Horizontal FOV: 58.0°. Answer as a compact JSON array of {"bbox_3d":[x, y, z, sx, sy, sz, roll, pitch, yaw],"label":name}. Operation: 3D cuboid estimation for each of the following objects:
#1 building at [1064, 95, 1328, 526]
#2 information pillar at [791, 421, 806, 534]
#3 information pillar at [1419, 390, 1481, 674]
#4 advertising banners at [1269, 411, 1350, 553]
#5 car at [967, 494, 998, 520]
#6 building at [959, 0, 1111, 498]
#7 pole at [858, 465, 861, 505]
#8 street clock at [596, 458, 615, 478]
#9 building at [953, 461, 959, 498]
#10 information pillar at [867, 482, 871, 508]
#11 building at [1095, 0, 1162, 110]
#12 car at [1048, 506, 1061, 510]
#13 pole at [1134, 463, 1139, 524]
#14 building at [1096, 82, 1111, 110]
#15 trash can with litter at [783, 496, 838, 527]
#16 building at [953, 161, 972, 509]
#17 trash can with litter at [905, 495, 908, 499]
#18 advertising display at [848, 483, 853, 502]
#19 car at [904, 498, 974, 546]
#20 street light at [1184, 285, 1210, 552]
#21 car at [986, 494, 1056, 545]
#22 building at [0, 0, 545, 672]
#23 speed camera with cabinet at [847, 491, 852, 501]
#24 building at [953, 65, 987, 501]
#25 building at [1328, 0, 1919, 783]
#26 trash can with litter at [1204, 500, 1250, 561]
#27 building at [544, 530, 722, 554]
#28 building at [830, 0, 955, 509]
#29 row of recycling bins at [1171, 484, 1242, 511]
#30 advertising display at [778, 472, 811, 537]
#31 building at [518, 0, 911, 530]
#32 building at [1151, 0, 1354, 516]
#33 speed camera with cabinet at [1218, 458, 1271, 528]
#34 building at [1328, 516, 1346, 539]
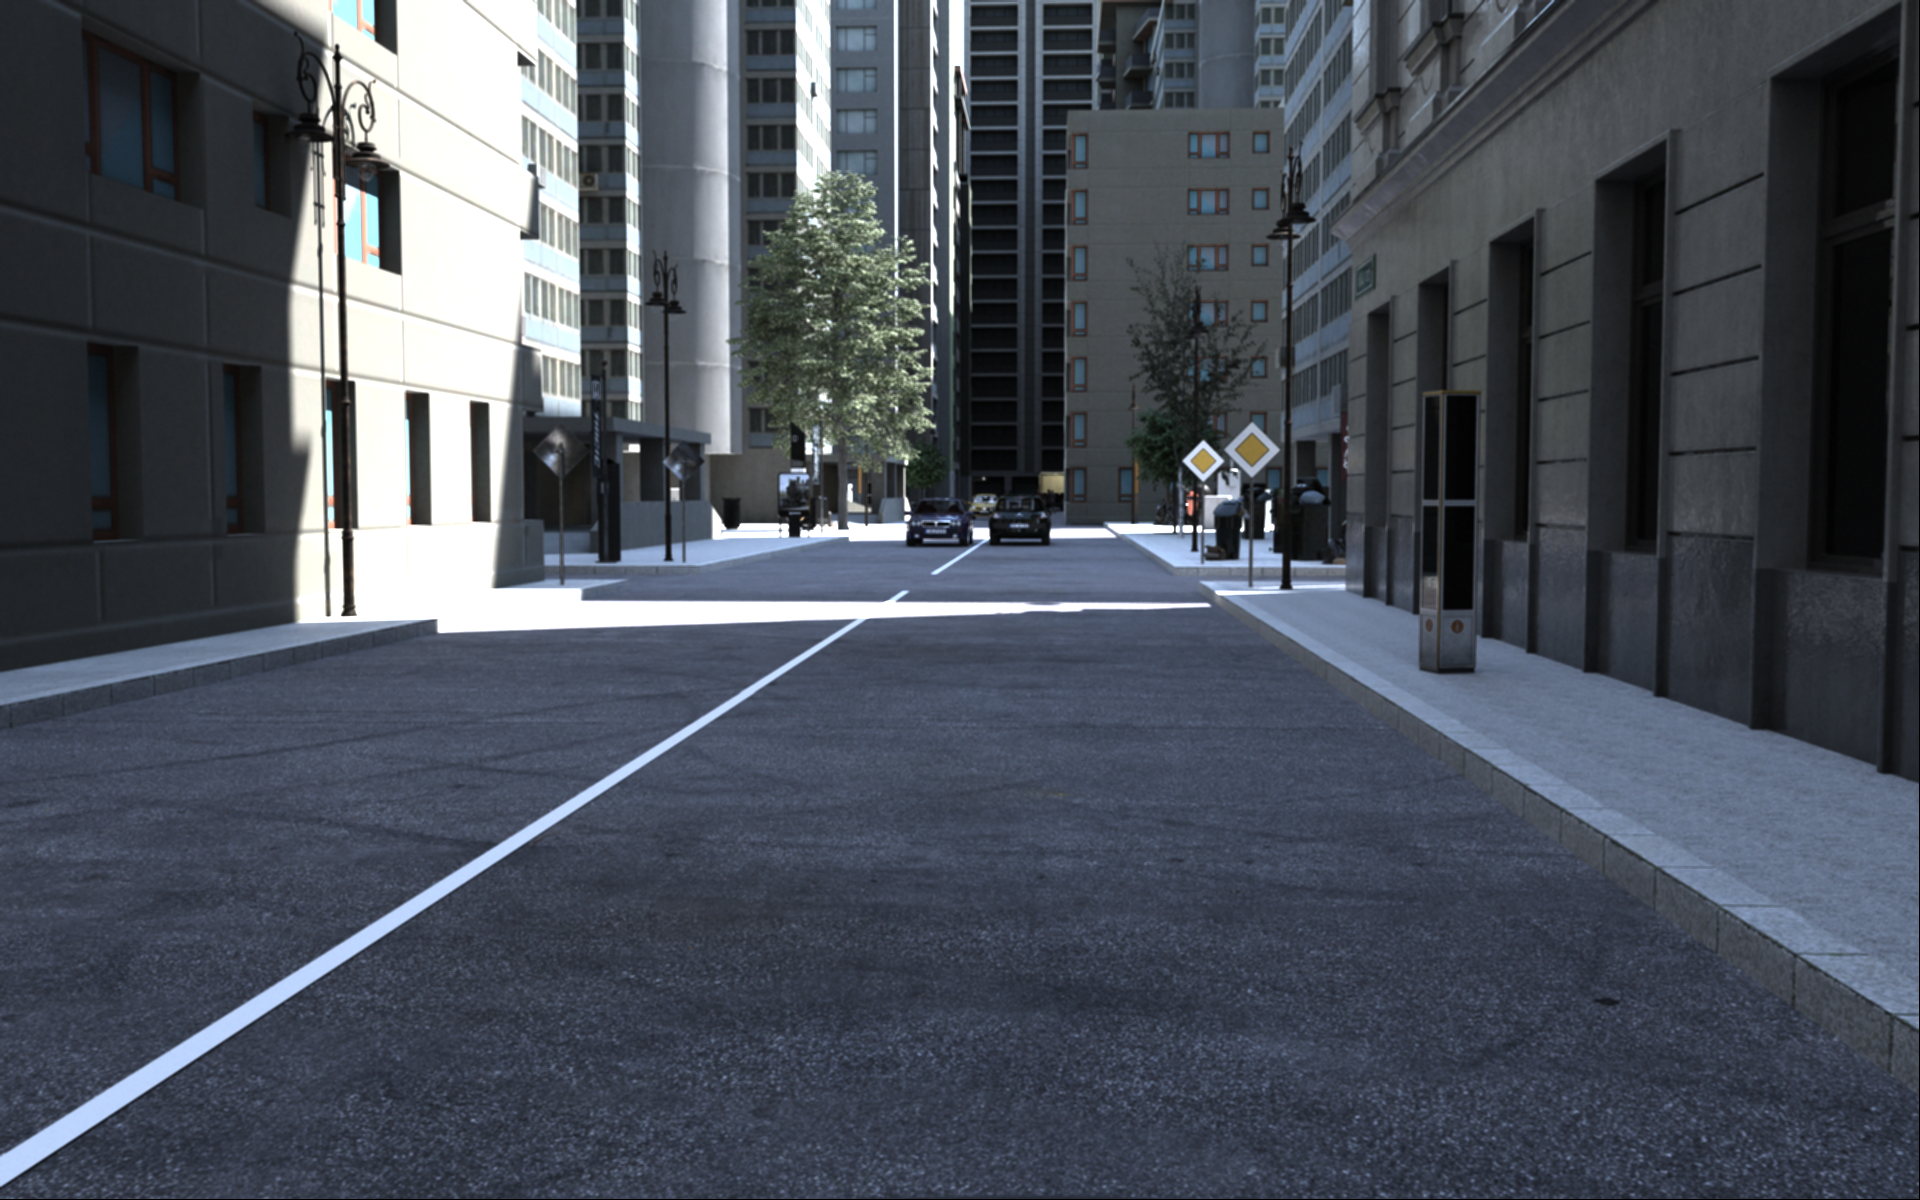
[{"bbox_3d":[19.445,-15.100,91.927,27.650,21.520,28.899,0,4,3],"label":"building"},{"bbox_3d":[-5.201,-3.926,55.549,0.504,3.616,0.183,1,4,16],"label":"information pillar"},{"bbox_3d":[3.518,-0.487,12.455,0.304,2.012,0.304,-1,4,-12],"label":"information pillar"},{"bbox_3d":[7.634,-2.501,37.079,2.074,3.025,0.090,2,4,31],"label":"advertising banners"},{"bbox_3d":[1.455,-5.347,97.648,2.015,1.641,3.980,0,4,3],"label":"car"},{"bbox_3d":[11.070,-46.527,198.965,20.611,71.187,20.563,0,4,3],"label":"building"},{"bbox_3d":[-5.618,-6.309,96.999,0.158,3.312,0.155,0,3,0],"label":"pole"},{"bbox_3d":[-7.201,-1.875,35.224,0.471,2.002,0.358,-1,4,-19],"label":"street clock"},{"bbox_3d":[-10.493,-42.383,131.214,20.563,71.187,20.611,0,4,3],"label":"building"},{"bbox_3d":[-5.471,-6.129,104.708,0.304,2.012,0.304,0,4,-5],"label":"information pillar"},{"bbox_3d":[23.036,-30.431,152.169,22.147,44.769,28.867,0,4,3],"label":"building"},{"bbox_3d":[8.709,-9.272,161.813,2.015,1.641,3.980,0,4,3],"label":"car"},{"bbox_3d":[7.674,-4.975,75.179,0.158,3.312,0.155,0,3,0],"label":"pole"},{"bbox_3d":[20.614,-30.018,174.385,14.154,41.232,14.086,0,4,3],"label":"building"},{"bbox_3d":[-5.689,-3.419,66.961,2.233,1.210,1.678,0,4,6],"label":"trash can with litter"},{"bbox_3d":[-6.336,-23.151,150.218,14.160,30.474,14.107,0,4,3],"label":"building"},{"bbox_3d":[-3.047,-5.729,104.721,2.233,1.210,1.678,1,4,20],"label":"trash can with litter"},{"bbox_3d":[-6.616,-6.025,103.722,0.123,1.923,0.974,1,4,11],"label":"advertising display"},{"bbox_3d":[-0.548,-2.205,48.638,1.945,1.354,3.894,0,4,3],"label":"car"},{"bbox_3d":[5.245,-4.021,38.523,0.468,5.910,1.993,0,4,3],"label":"street light"},{"bbox_3d":[1.739,-2.443,49.737,2.009,1.686,4.222,0,4,3],"label":"car"},{"bbox_3d":[-21.362,-10.214,12.043,28.899,21.520,27.650,0,4,3],"label":"building"},{"bbox_3d":[-6.826,-6.019,92.745,2.038,3.252,0.660,0,4,5],"label":"speed camera with cabinet"},{"bbox_3d":[-12.176,-31.709,173.068,28.867,44.769,22.147,0,4,3],"label":"building"},{"bbox_3d":[11.781,-13.693,0.299,17.030,29.872,44.131,0,4,3],"label":"building"},{"bbox_3d":[5.168,-1.364,33.696,0.624,1.170,1.055,2,4,31],"label":"trash can with litter"},{"bbox_3d":[-23.494,-21.533,43.941,32.217,40.220,23.993,0,4,3],"label":"building"},{"bbox_3d":[-7.788,-26.356,114.520,14.154,41.232,14.086,0,4,3],"label":"building"},{"bbox_3d":[10.540,-3.981,72.202,3.534,1.692,1.069,1,4,11],"label":"row of recycling bins"},{"bbox_3d":[-4.942,-2.839,51.626,0.974,1.923,0.123,-1,4,-14],"label":"advertising display"},{"bbox_3d":[-18.960,-23.725,79.784,32.217,40.220,23.993,0,4,3],"label":"building"},{"bbox_3d":[26.661,-26.491,125.010,32.217,40.220,23.993,0,4,3],"label":"building"},{"bbox_3d":[10.721,-4.338,65.258,2.038,3.252,0.660,-1,4,-23],"label":"speed camera with cabinet"},{"bbox_3d":[21.589,-21.640,45.702,23.993,40.220,32.217,0,4,3],"label":"building"}]
